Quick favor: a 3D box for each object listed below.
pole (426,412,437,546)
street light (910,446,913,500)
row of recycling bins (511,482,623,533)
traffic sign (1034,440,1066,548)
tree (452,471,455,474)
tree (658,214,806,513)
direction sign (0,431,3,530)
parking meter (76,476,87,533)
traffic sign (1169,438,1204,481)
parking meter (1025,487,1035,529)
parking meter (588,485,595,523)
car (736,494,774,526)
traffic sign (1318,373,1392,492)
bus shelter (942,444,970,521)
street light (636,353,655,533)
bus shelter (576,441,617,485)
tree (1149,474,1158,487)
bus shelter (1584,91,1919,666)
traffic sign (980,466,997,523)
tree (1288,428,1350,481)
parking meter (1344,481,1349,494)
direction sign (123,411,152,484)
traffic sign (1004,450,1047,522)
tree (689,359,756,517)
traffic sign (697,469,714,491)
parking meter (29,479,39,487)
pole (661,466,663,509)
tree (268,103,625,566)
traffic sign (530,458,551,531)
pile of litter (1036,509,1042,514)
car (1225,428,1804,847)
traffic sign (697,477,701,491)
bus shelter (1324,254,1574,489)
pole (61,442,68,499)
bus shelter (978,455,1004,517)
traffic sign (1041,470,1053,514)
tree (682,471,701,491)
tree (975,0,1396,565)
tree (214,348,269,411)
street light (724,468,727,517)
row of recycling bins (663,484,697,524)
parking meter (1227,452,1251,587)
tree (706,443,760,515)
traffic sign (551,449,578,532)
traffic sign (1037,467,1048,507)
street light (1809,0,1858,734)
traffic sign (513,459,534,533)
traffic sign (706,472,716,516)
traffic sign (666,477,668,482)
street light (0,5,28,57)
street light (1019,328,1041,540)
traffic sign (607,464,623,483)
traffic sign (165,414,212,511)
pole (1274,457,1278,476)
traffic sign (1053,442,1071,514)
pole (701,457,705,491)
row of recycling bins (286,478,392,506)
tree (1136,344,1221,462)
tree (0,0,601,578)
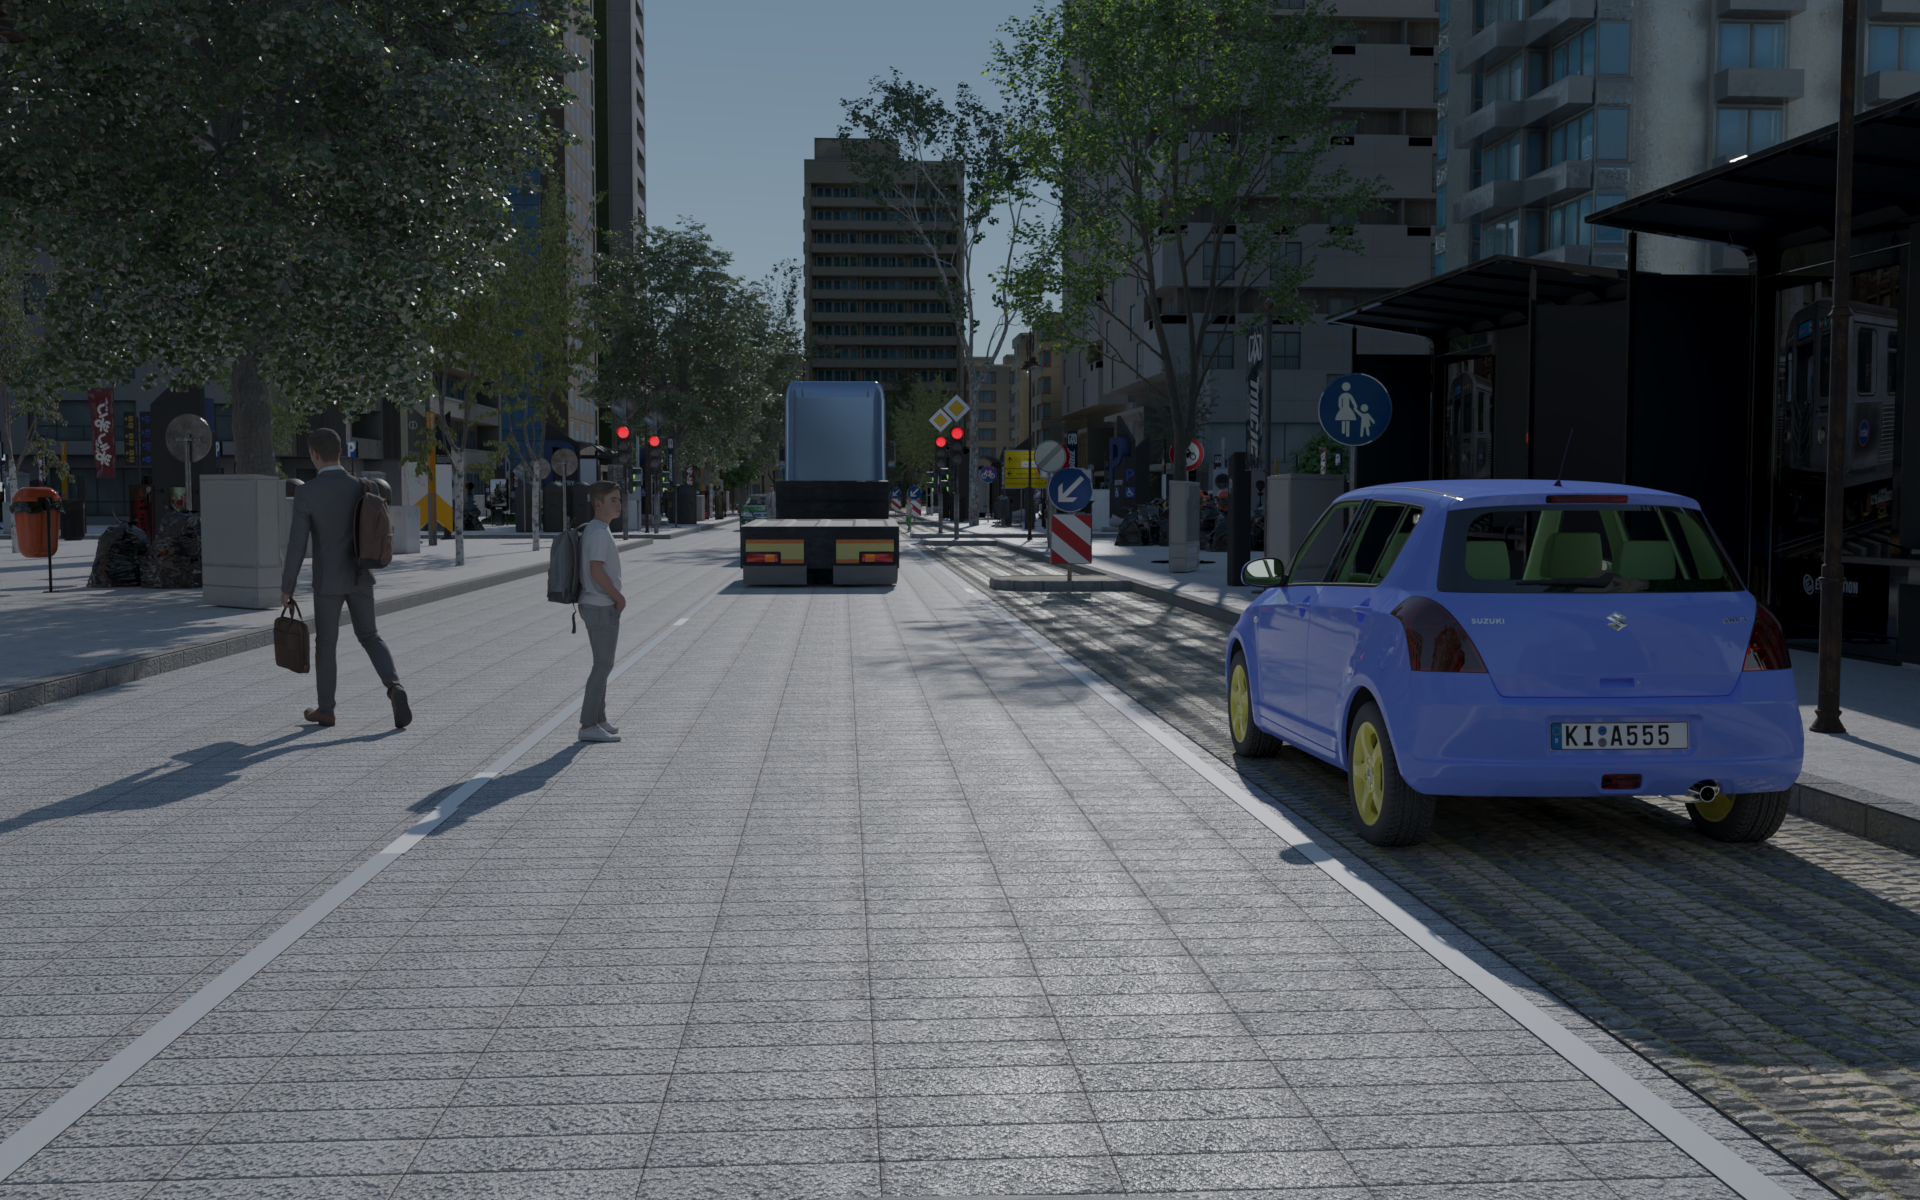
[{"bbox_3d":[-13.108,-3.005,42.976,0.158,3.312,0.155,0,3,0],"label":"pole"},{"bbox_3d":[-3.712,-9.710,131.545,0.468,5.910,1.993,0,4,-4],"label":"street light"},{"bbox_3d":[-13.169,-3.133,58.335,3.534,1.692,1.069,-1,4,-12],"label":"row of recycling bins"},{"bbox_3d":[2.127,-2.511,41.164,0.768,2.556,0.104,0,4,-2],"label":"traffic sign"},{"bbox_3d":[-24.038,-5.213,79.837,1.663,3.219,1.824,0,3,0],"label":"tree"},{"bbox_3d":[-12.845,-10.544,79.047,9.857,13.997,8.962,0,3,0],"label":"tree"},{"bbox_3d":[-34.728,-4.309,62.441,0.876,3.537,0.379,3,4,38],"label":"direction sign"},{"bbox_3d":[-28.705,-3.112,56.586,0.255,1.863,0.399,-2,4,-28],"label":"parking meter"},{"bbox_3d":[4.994,-2.333,38.245,0.768,2.556,0.104,0,4,1],"label":"traffic sign"},{"bbox_3d":[2.539,-3.341,63.042,0.372,1.533,0.369,0,3,0],"label":"parking meter"},{"bbox_3d":[-9.115,-2.135,43.313,0.372,1.533,0.369,0,3,0],"label":"parking meter"},{"bbox_3d":[-7.785,-3.476,68.631,2.131,1.459,4.920,0,4,-5],"label":"car"},{"bbox_3d":[4.157,-1.114,18.320,0.768,2.556,0.104,0,4,4],"label":"traffic sign"},{"bbox_3d":[-0.200,-5.681,84.162,1.731,3.624,6.357,0,4,-4],"label":"bus shelter"},{"bbox_3d":[-10.315,-5.146,56.924,0.468,5.910,1.993,0,4,-4],"label":"street light"},{"bbox_3d":[-14.709,-4.550,68.319,2.014,3.302,5.546,0,4,-4],"label":"bus shelter"},{"bbox_3d":[9.134,-5.769,88.918,1.663,3.219,1.824,0,3,0],"label":"tree"},{"bbox_3d":[6.346,-1.253,11.768,1.731,3.624,6.357,0,4,-4],"label":"bus shelter"},{"bbox_3d":[1.264,-4.749,77.748,0.768,2.556,0.104,0,4,2],"label":"traffic sign"},{"bbox_3d":[17.215,-5.972,81.348,4.285,4.588,4.351,0,3,0],"label":"tree"},{"bbox_3d":[6.409,-1.263,29.056,0.372,1.533,0.369,0,3,0],"label":"parking meter"},{"bbox_3d":[-22.587,-3.404,47.647,0.876,3.537,0.379,1,4,15],"label":"direction sign"},{"bbox_3d":[3.151,-5.246,79.648,2.265,3.308,0.079,0,4,-1],"label":"traffic sign"},{"bbox_3d":[-12.955,-8.641,91.649,4.360,8.622,3.978,0,3,0],"label":"tree"},{"bbox_3d":[-12.911,-5.366,87.738,0.884,2.594,0.081,0,4,-2],"label":"traffic sign"},{"bbox_3d":[-36.568,-3.831,68.356,0.399,1.863,0.255,0,4,0],"label":"parking meter"},{"bbox_3d":[-17.117,-6.441,99.152,0.158,3.312,0.155,0,3,0],"label":"pole"},{"bbox_3d":[-8.916,-4.938,31.104,4.737,8.622,4.395,0,3,0],"label":"tree"},{"bbox_3d":[-14.754,-3.713,60.817,0.768,2.556,0.104,0,4,-3],"label":"traffic sign"},{"bbox_3d":[5.745,-6.077,113.321,1.719,0.858,1.176,0,4,2],"label":"pile of litter"},{"bbox_3d":[2.402,0.075,8.357,1.945,1.707,3.694,0,4,-4],"label":"car"},{"bbox_3d":[-19.367,-7.913,129.480,0.768,2.556,0.104,0,4,5],"label":"traffic sign"},{"bbox_3d":[5.907,-1.765,20.144,1.731,3.624,6.357,0,4,-4],"label":"bus shelter"},{"bbox_3d":[-34.904,-4.506,67.517,0.158,3.312,0.155,0,3,0],"label":"pole"},{"bbox_3d":[1.197,-6.084,93.405,2.014,3.302,5.546,0,4,-4],"label":"bus shelter"},{"bbox_3d":[2.390,-2.625,45.051,0.606,2.300,0.079,0,4,5],"label":"traffic sign"},{"bbox_3d":[-19.889,-8.152,127.881,1.663,3.219,1.824,0,3,0],"label":"tree"},{"bbox_3d":[4.138,-6.493,31.910,9.928,11.665,9.643,0,3,0],"label":"tree"},{"bbox_3d":[-26.305,-7.057,65.739,4.737,8.622,4.395,0,3,0],"label":"tree"},{"bbox_3d":[-13.048,-7.541,96.076,0.468,5.910,1.993,0,4,-4],"label":"street light"},{"bbox_3d":[-11.991,-4.148,74.937,1.069,1.692,3.534,-1,4,-17],"label":"row of recycling bins"},{"bbox_3d":[3.895,-1.129,24.169,0.255,1.863,0.399,0,4,-5],"label":"parking meter"},{"bbox_3d":[-14.261,-7.603,108.021,4.285,4.588,4.351,0,3,0],"label":"tree"},{"bbox_3d":[-11.074,-2.958,48.473,0.768,2.556,0.104,0,4,5],"label":"traffic sign"},{"bbox_3d":[2.962,-3.566,58.411,0.768,2.556,0.104,0,4,1],"label":"traffic sign"},{"bbox_3d":[4.689,-2.226,9.179,0.468,5.910,1.993,0,4,-4],"label":"street light"},{"bbox_3d":[-14.327,-3.413,56.987,0.795,2.450,0.064,0,4,6],"label":"traffic sign"},{"bbox_3d":[-14.595,-6.159,100.812,0.768,2.556,0.104,0,3,0],"label":"traffic sign"},{"bbox_3d":[-17.376,-6.384,104.480,0.768,2.556,0.104,0,4,1],"label":"traffic sign"},{"bbox_3d":[-7.395,-2.444,12.741,0.468,5.910,1.993,0,4,-4],"label":"street light"},{"bbox_3d":[1.953,-4.618,48.295,0.468,5.910,1.993,0,4,-4],"label":"street light"},{"bbox_3d":[-11.789,-3.505,59.428,0.606,2.300,0.079,0,4,2],"label":"traffic sign"},{"bbox_3d":[-12.249,-1.676,27.503,0.768,2.556,0.104,0,4,4],"label":"traffic sign"},{"bbox_3d":[17.448,-6.224,95.604,0.158,3.312,0.155,0,3,0],"label":"pole"},{"bbox_3d":[2.305,-2.573,42.171,0.768,2.556,0.104,0,4,-3],"label":"traffic sign"},{"bbox_3d":[-13.977,-6.137,94.184,0.158,3.312,0.155,0,3,0],"label":"pole"},{"bbox_3d":[-16.621,-2.377,45.975,3.534,1.692,1.069,1,4,20],"label":"row of recycling bins"},{"bbox_3d":[10.807,-8.178,84.081,4.360,8.622,3.978,0,3,0],"label":"tree"},{"bbox_3d":[-8.762,-7.010,21.265,9.857,13.997,8.962,0,3,0],"label":"tree"}]
